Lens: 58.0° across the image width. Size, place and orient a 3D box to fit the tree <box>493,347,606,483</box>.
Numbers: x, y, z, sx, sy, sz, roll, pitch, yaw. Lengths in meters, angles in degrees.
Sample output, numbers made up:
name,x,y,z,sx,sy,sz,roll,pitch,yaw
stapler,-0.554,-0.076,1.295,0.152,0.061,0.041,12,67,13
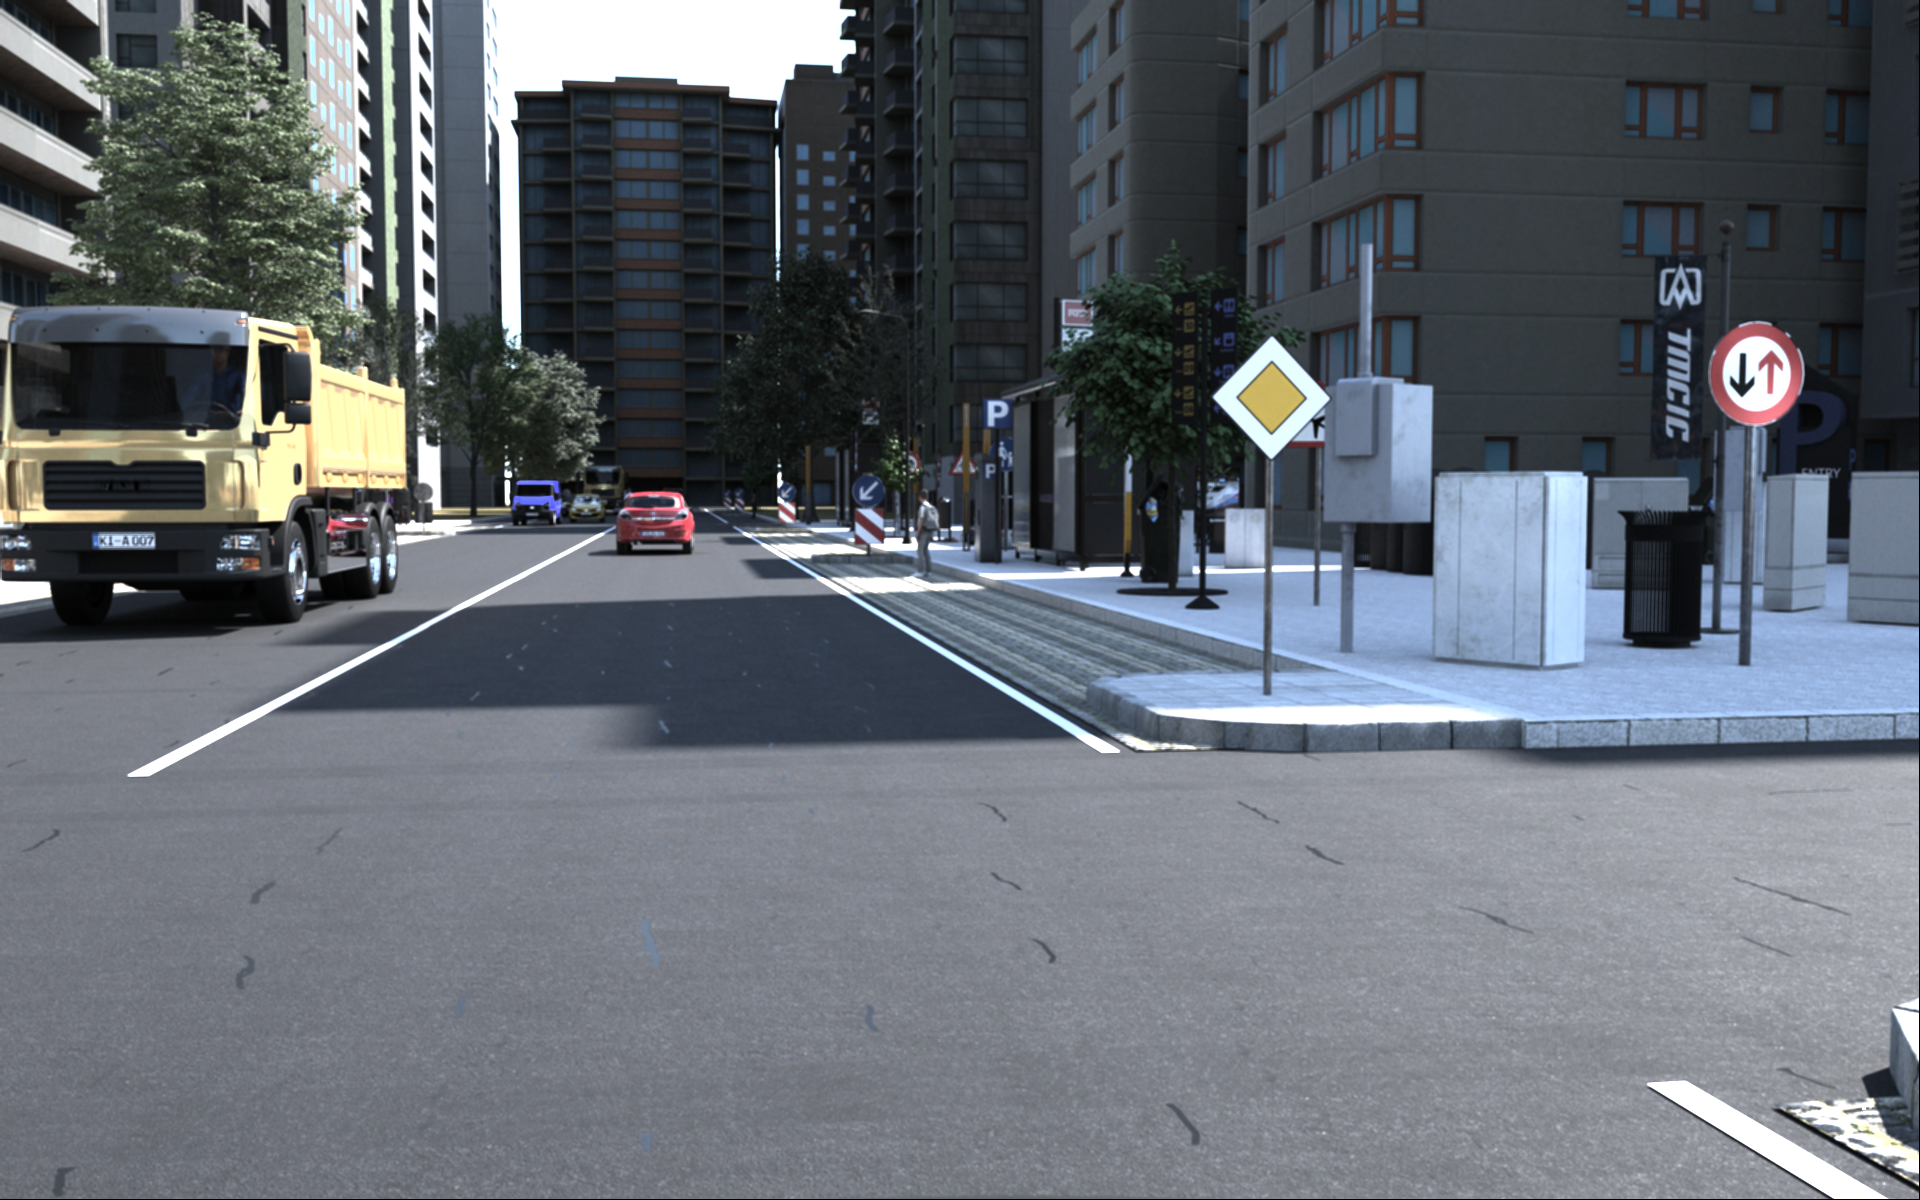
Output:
name,x,y,z,sx,sy,sz,roll,pitch,yaw
tree,-36.069,-14.959,151.233,9.857,13.997,8.962,0,3,0

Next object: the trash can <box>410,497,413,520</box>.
name,x,y,z,sx,sy,sz,roll,pitch,yaw
trash can,-25.821,-4.218,80.619,0.748,1.137,0.748,0,3,0

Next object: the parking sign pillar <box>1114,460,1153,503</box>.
name,x,y,z,sx,sy,sz,roll,pitch,yaw
parking sign pillar,5.106,-3.824,50.987,1.447,3.967,1.447,-3,4,-36

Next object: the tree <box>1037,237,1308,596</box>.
name,x,y,z,sx,sy,sz,roll,pitch,yaw
tree,2.723,-2.367,22.415,4.285,4.588,4.351,0,3,0

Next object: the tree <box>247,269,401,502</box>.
name,x,y,z,sx,sy,sz,roll,pitch,yaw
tree,-20.675,-6.373,54.555,4.360,8.622,3.978,0,3,0

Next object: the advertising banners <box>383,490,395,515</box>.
name,x,y,z,sx,sy,sz,roll,pitch,yaw
advertising banners,-21.343,-4.204,64.927,0.090,3.025,2.074,0,4,-5

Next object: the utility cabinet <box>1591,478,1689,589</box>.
name,x,y,z,sx,sy,sz,roll,pitch,yaw
utility cabinet,9.126,-0.892,23.267,1.173,1.500,0.318,1,4,17

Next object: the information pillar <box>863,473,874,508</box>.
name,x,y,z,sx,sy,sz,roll,pitch,yaw
information pillar,-3.251,-3.482,61.416,0.304,2.012,0.304,1,4,14

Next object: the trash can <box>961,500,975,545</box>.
name,x,y,z,sx,sy,sz,roll,pitch,yaw
trash can,0.388,-1.952,43.576,0.748,1.137,0.748,0,3,0

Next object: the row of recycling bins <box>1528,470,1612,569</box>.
name,x,y,z,sx,sy,sz,roll,pitch,yaw
row of recycling bins,9.655,-1.421,30.339,3.534,1.692,1.069,2,4,25

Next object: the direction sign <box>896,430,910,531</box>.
name,x,y,z,sx,sy,sz,roll,pitch,yaw
direction sign,-2.048,-4.217,60.940,0.379,3.537,0.876,3,4,36

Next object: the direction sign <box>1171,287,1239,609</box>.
name,x,y,z,sx,sy,sz,roll,pitch,yaw
direction sign,2.719,-1.672,19.329,0.876,3.537,0.379,3,5,44

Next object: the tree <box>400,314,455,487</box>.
name,x,y,z,sx,sy,sz,roll,pitch,yaw
tree,-22.910,-7.317,69.988,4.360,8.622,3.978,0,3,0

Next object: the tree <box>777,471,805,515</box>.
name,x,y,z,sx,sy,sz,roll,pitch,yaw
tree,-10.484,-6.982,108.765,1.663,3.219,1.824,0,3,0

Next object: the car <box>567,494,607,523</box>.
name,x,y,z,sx,sy,sz,roll,pitch,yaw
car,-18.918,-4.755,87.965,2.015,1.641,3.980,-1,4,-10

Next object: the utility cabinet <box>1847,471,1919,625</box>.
name,x,y,z,sx,sy,sz,roll,pitch,yaw
utility cabinet,9.338,-0.502,16.894,0.318,1.500,1.173,-2,4,-35

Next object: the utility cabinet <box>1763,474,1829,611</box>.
name,x,y,z,sx,sy,sz,roll,pitch,yaw
utility cabinet,9.276,-0.645,19.229,0.318,1.500,1.173,3,5,43

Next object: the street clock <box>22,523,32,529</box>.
name,x,y,z,sx,sy,sz,roll,pitch,yaw
street clock,-15.807,-1.518,29.391,0.471,2.002,0.358,0,4,-1

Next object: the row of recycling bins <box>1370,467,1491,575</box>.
name,x,y,z,sx,sy,sz,roll,pitch,yaw
row of recycling bins,7.557,-1.283,28.084,1.069,1.692,3.534,0,4,-7

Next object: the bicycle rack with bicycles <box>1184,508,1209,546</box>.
name,x,y,z,sx,sy,sz,roll,pitch,yaw
bicycle rack with bicycles,5.824,-1.839,43.446,2.925,0.926,2.852,1,4,19

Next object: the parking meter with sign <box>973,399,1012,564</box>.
name,x,y,z,sx,sy,sz,roll,pitch,yaw
parking meter with sign,0.555,-2.222,32.597,0.543,3.016,1.738,-1,4,-9

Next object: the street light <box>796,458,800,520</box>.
name,x,y,z,sx,sy,sz,roll,pitch,yaw
street light,-8.588,-6.902,85.384,1.470,5.913,1.316,-1,4,-9

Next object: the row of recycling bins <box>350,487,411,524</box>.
name,x,y,z,sx,sy,sz,roll,pitch,yaw
row of recycling bins,-25.438,-4.109,74.297,3.534,1.692,1.069,-1,4,-23

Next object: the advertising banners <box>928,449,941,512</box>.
name,x,y,z,sx,sy,sz,roll,pitch,yaw
advertising banners,-0.996,-4.370,67.633,0.090,3.025,2.074,-1,4,-14

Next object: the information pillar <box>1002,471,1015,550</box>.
name,x,y,z,sx,sy,sz,roll,pitch,yaw
information pillar,1.099,-2.181,40.156,0.304,2.012,0.304,-3,5,-42

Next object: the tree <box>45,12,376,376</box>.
name,x,y,z,sx,sy,sz,roll,pitch,yaw
tree,-17.584,-7.538,41.381,7.486,12.596,7.792,0,3,0

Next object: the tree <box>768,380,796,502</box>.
name,x,y,z,sx,sy,sz,roll,pitch,yaw
tree,-10.456,-9.345,103.157,4.360,8.622,3.978,0,3,0

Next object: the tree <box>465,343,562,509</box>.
name,x,y,z,sx,sy,sz,roll,pitch,yaw
tree,-33.949,-12.946,129.790,7.486,12.596,7.792,0,3,0

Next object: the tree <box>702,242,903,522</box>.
name,x,y,z,sx,sy,sz,roll,pitch,yaw
tree,-7.015,-9.921,79.221,9.611,12.733,9.660,0,3,0

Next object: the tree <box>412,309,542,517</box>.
name,x,y,z,sx,sy,sz,roll,pitch,yaw
tree,-27.311,-10.490,97.259,9.928,11.665,9.643,0,3,0

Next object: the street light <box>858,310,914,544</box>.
name,x,y,z,sx,sy,sz,roll,pitch,yaw
street light,-1.878,-4.368,43.958,1.470,5.913,1.316,-1,4,-9

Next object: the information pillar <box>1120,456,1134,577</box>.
name,x,y,z,sx,sy,sz,roll,pitch,yaw
information pillar,2.594,-2.164,26.730,0.183,3.616,0.504,0,4,2

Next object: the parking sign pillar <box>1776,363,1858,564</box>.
name,x,y,z,sx,sy,sz,roll,pitch,yaw
parking sign pillar,16.070,-2.694,32.514,1.447,3.967,1.447,-3,5,-45

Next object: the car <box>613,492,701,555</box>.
name,x,y,z,sx,sy,sz,roll,pitch,yaw
car,-7.474,-2.055,42.637,2.155,1.783,4.494,0,4,-8

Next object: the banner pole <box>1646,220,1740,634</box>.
name,x,y,z,sx,sy,sz,roll,pitch,yaw
banner pole,6.778,-1.587,15.965,0.863,3.779,0.401,0,4,7

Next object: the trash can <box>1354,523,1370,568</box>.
name,x,y,z,sx,sy,sz,roll,pitch,yaw
trash can,7.131,-1.148,30.420,0.748,1.137,0.748,0,3,0

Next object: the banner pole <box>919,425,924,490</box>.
name,x,y,z,sx,sy,sz,roll,pitch,yaw
banner pole,-1.457,-4.459,62.917,0.401,3.779,0.863,-2,4,-27

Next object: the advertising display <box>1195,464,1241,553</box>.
name,x,y,z,sx,sy,sz,roll,pitch,yaw
advertising display,5.580,-1.973,37.469,0.974,1.923,0.123,0,4,7

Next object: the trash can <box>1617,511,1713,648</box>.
name,x,y,z,sx,sy,sz,roll,pitch,yaw
trash can,5.923,-0.180,14.590,0.748,1.137,0.748,0,3,0

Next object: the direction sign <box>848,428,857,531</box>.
name,x,y,z,sx,sy,sz,roll,pitch,yaw
direction sign,-3.680,-4.147,59.802,0.379,3.537,0.876,1,4,12

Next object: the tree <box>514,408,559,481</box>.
name,x,y,z,sx,sy,sz,roll,pitch,yaw
tree,-35.464,-11.797,143.245,4.360,8.622,3.978,0,3,0

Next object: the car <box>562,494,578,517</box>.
name,x,y,z,sx,sy,sz,roll,pitch,yaw
car,-24.078,-6.031,108.397,2.009,1.686,4.222,0,4,-7

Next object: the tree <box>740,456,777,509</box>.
name,x,y,z,sx,sy,sz,roll,pitch,yaw
tree,-16.833,-9.852,144.789,4.285,4.588,4.351,0,3,0

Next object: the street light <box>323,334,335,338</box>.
name,x,y,z,sx,sy,sz,roll,pitch,yaw
street light,-18.795,-4.750,50.201,1.470,5.913,1.316,-1,4,-9

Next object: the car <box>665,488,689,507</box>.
name,x,y,z,sx,sy,sz,roll,pitch,yaw
car,-19.086,-6.479,114.609,2.281,1.827,5.304,-1,4,-11

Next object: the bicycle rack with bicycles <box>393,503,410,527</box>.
name,x,y,z,sx,sy,sz,roll,pitch,yaw
bicycle rack with bicycles,-23.045,-3.355,68.235,2.852,0.926,2.925,-2,4,-23

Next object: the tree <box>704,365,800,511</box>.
name,x,y,z,sx,sy,sz,roll,pitch,yaw
tree,-15.512,-12.564,131.178,9.928,11.665,9.643,0,3,0

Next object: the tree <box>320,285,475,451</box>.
name,x,y,z,sx,sy,sz,roll,pitch,yaw
tree,-25.378,-8.776,77.892,7.601,10.594,8.767,0,4,1

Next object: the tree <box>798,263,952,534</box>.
name,x,y,z,sx,sy,sz,roll,pitch,yaw
tree,-2.103,-6.376,54.618,4.360,8.622,3.978,0,3,0

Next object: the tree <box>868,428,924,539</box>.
name,x,y,z,sx,sy,sz,roll,pitch,yaw
tree,-1.787,-3.411,50.365,1.663,3.219,1.824,0,3,0
